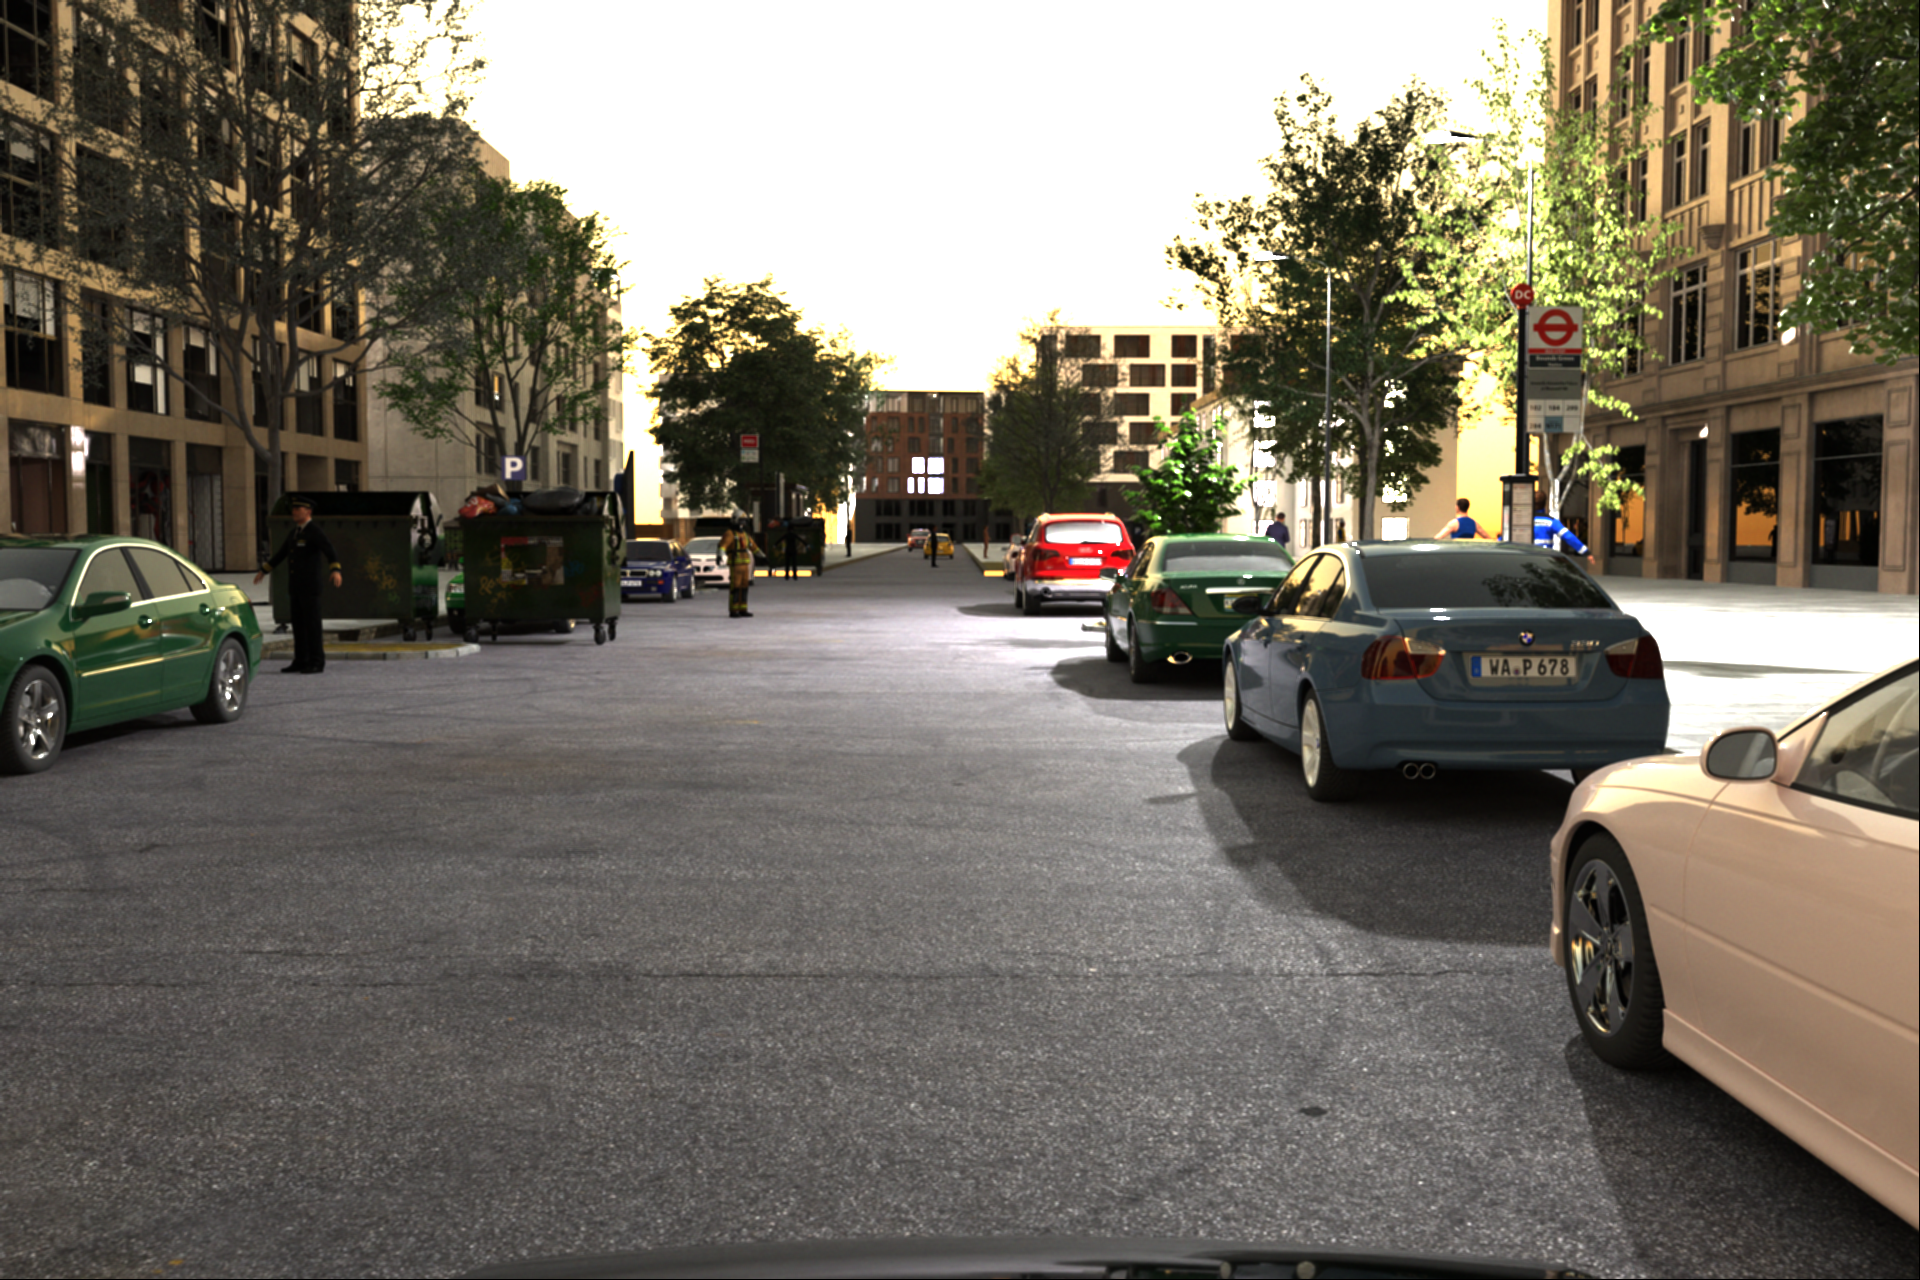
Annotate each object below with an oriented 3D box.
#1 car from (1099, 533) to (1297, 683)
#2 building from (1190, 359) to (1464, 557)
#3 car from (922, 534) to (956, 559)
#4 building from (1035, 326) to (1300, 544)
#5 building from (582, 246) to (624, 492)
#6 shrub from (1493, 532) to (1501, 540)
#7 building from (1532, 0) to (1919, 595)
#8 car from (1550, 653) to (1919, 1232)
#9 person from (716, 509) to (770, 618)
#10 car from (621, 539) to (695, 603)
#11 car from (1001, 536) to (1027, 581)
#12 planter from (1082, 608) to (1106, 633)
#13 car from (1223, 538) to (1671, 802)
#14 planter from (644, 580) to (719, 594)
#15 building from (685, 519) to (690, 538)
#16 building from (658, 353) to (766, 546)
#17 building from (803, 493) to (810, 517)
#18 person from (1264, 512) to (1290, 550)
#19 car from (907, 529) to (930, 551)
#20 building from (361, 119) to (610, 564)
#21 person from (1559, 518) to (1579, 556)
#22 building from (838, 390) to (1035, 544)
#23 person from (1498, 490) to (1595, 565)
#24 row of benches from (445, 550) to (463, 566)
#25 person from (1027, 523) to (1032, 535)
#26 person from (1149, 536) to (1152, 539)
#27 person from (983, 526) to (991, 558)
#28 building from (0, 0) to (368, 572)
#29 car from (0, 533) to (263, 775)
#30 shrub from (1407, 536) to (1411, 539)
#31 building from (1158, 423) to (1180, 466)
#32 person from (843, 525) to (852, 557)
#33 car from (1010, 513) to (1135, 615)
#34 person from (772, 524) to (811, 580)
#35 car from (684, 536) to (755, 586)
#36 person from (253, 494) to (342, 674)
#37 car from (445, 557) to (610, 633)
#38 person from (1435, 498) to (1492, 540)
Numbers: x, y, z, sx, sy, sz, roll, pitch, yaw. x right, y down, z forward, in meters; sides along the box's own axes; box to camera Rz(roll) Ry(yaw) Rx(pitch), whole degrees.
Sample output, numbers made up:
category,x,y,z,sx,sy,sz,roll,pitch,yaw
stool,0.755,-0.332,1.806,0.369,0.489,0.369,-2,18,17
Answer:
category,x,y,z,sx,sy,sz,roll,pitch,yaw
car,2.559,-0.382,18.049,2.131,1.459,4.920,0,4,0
building,19.412,-9.476,97.079,9.099,9.664,28.070,0,4,-1
car,-1.231,-5.532,100.666,2.015,1.641,3.980,0,4,0
building,21.928,-20.951,186.525,27.936,21.610,32.646,0,4,0
building,-29.289,-15.693,113.005,16.016,20.090,11.380,0,4,-1
shrub,20.138,-3.573,62.837,1.690,2.028,1.600,0,3,0
building,24.445,-14.396,47.395,10.469,25.551,25.511,0,4,0
car,2.650,0.559,3.230,2.083,1.381,4.827,0,3,0
person,-3.783,-1.318,29.777,0.705,1.858,1.354,2,4,33
car,-6.799,-1.513,37.325,1.945,1.354,3.894,0,4,0
car,2.354,-2.589,54.697,2.083,1.381,4.827,0,4,-1
planter,2.841,-0.296,25.986,1.991,0.319,1.994,0,4,1
car,2.740,0.088,10.564,2.014,1.417,4.499,0,4,0
planter,-6.967,-1.298,42.361,1.991,0.319,1.994,0,3,0
building,-27.252,-20.896,198.072,16.016,20.090,11.380,0,4,1
building,-25.436,-19.885,181.544,16.016,20.090,11.380,0,4,0
building,-24.012,-17.372,226.176,9.099,9.664,28.070,0,4,-1
person,7.132,-1.998,39.152,0.683,1.767,0.568,1,4,22
car,-3.287,-8.286,144.151,2.281,1.827,5.304,0,4,-1
building,-29.673,-13.654,89.697,16.747,18.905,31.486,0,4,0
person,16.818,-2.518,48.015,0.742,1.727,0.445,3,5,41
building,-0.582,-25.076,256.419,32.646,21.610,27.936,-1,4,-10
person,7.285,-0.970,21.828,1.345,1.831,0.704,2,4,31
row of benches,-19.539,-3.334,69.978,1.422,0.672,4.104,3,4,38
person,3.470,-4.827,85.041,0.704,1.817,1.347,0,4,7
person,4.491,-1.934,38.400,0.721,1.737,1.214,2,4,30
person,1.452,-5.218,92.116,0.721,1.733,1.217,-1,4,-13
building,-32.681,-15.106,50.189,19.350,26.588,34.151,0,4,0
car,-6.432,-0.001,11.820,2.131,1.459,4.920,0,4,0
shrub,16.724,-3.259,64.403,1.383,1.207,1.383,0,3,0
building,21.028,-11.493,130.057,9.099,9.664,28.070,0,4,0
person,-6.243,-5.532,96.675,0.704,1.802,1.346,1,4,11
car,2.100,-1.430,32.060,2.281,1.827,5.304,0,4,-1
person,-5.245,-2.735,53.894,1.216,1.740,0.721,0,4,6
car,-6.657,-2.114,46.921,2.083,1.381,4.827,0,4,0
person,-6.789,-0.581,17.887,1.347,1.837,0.705,2,4,33
car,-6.479,-1.077,26.413,1.959,1.807,4.718,0,4,0
person,7.288,-1.164,25.206,1.345,1.807,0.704,-1,4,-17
